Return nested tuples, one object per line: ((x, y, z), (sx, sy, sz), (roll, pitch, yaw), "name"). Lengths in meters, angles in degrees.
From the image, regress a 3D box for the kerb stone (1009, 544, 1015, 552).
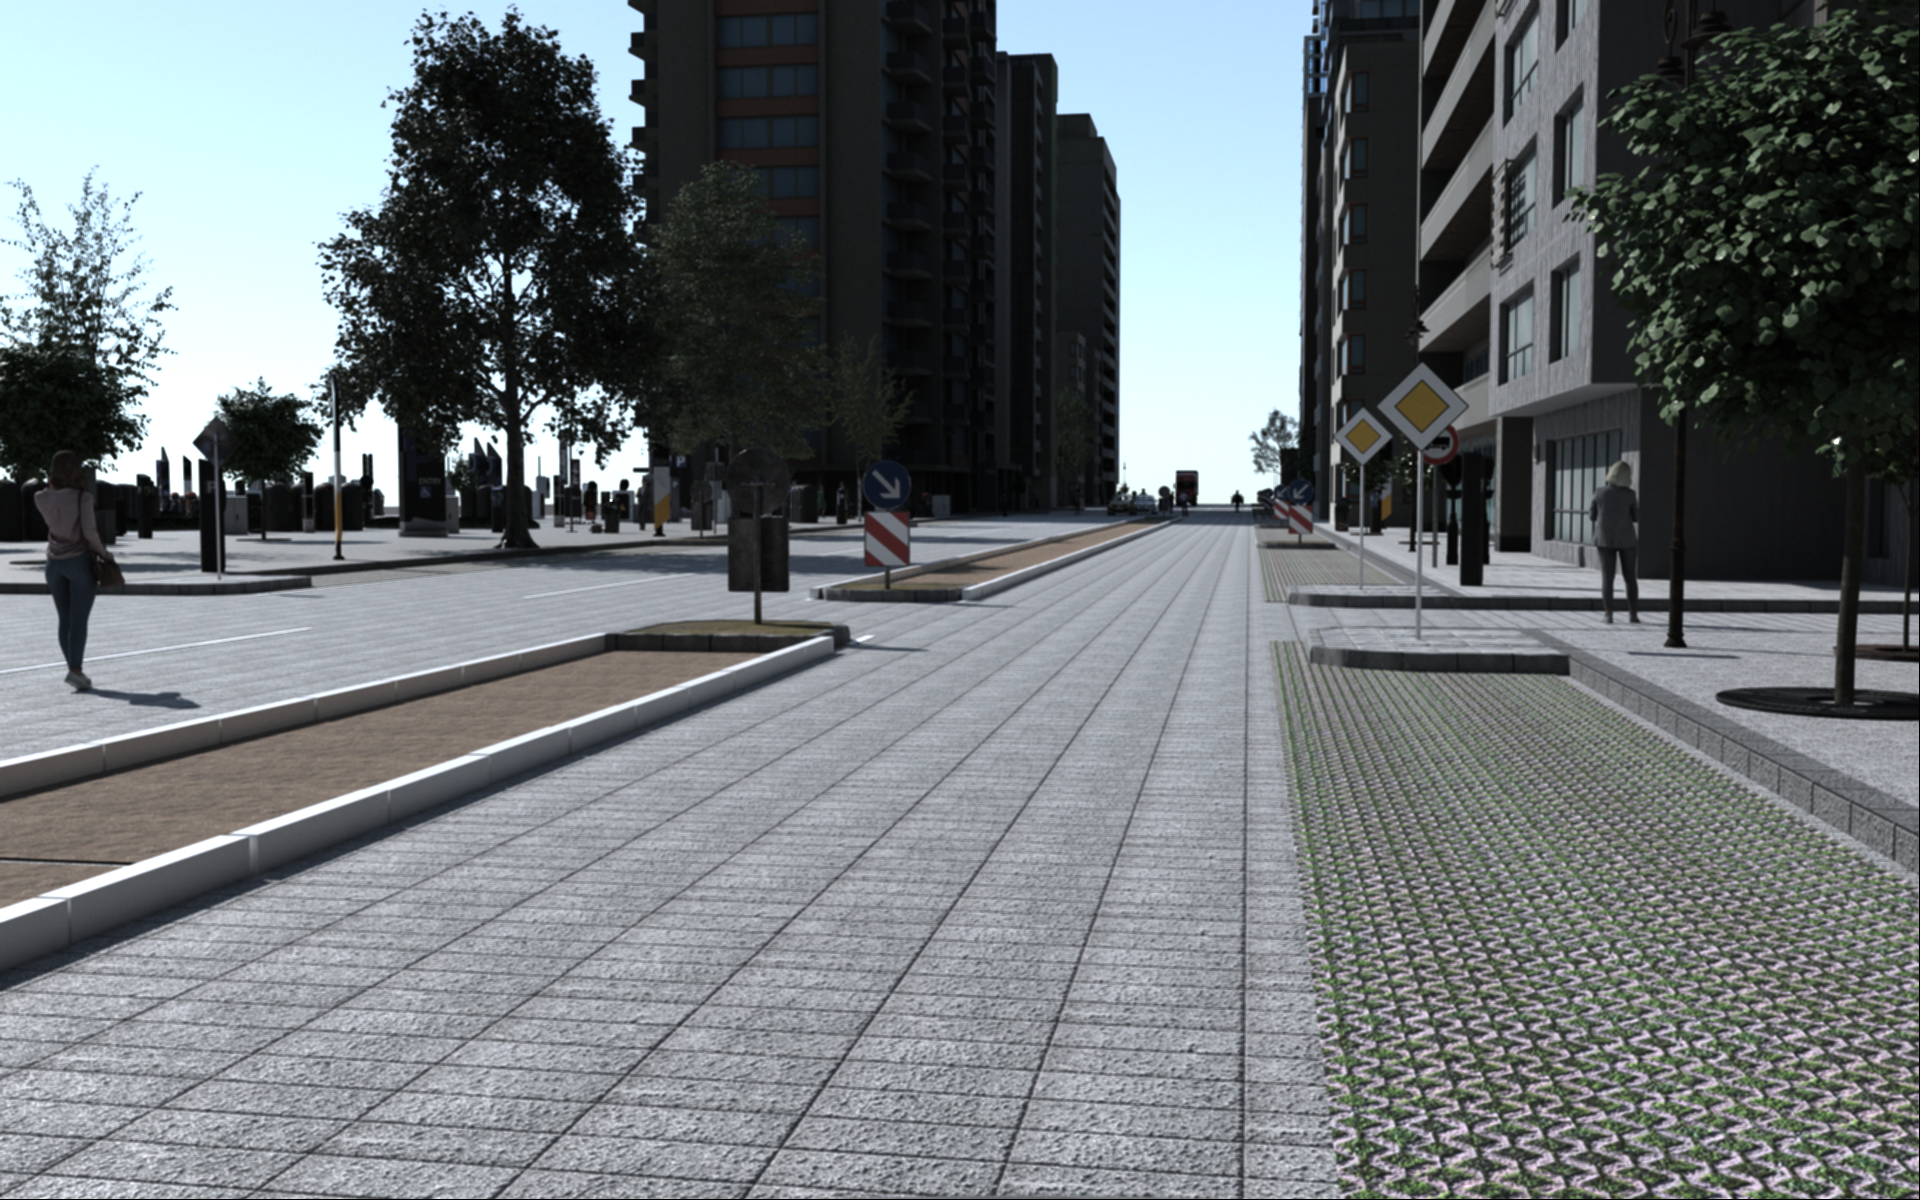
((1.144, -1.229, 42.290), (0.120, 0.150, 1.000), (1, 4, 9), "kerb stone")

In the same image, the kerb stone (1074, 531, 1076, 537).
((3.671, -2.156, 57.443), (0.120, 0.150, 1.000), (1, 4, 9), "kerb stone")

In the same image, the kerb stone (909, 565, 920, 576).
((-0.891, -0.487, 30.162), (0.120, 0.150, 1.000), (1, 4, 9), "kerb stone")

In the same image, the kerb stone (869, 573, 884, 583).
((-1.393, -0.301, 27.120), (0.120, 0.150, 1.000), (1, 4, 9), "kerb stone")

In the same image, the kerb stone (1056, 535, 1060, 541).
((2.833, -1.847, 52.386), (0.120, 0.150, 1.000), (1, 4, 9), "kerb stone")

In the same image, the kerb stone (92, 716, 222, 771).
((-4.367, 0.783, 9.400), (0.120, 0.150, 1.000), (1, 4, 9), "kerb stone")

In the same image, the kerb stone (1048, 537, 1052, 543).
((2.494, -1.723, 50.365), (0.120, 0.150, 1.000), (1, 4, 9), "kerb stone")

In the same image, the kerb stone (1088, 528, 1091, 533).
((4.523, -2.465, 62.499), (0.120, 0.150, 1.000), (1, 4, 9), "kerb stone")

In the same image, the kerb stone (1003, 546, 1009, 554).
((0.974, -1.162, 41.275), (0.120, 0.150, 1.000), (1, 4, 9), "kerb stone")

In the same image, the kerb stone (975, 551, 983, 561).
((0.301, -0.919, 37.227), (0.120, 0.150, 1.000), (1, 4, 9), "kerb stone")

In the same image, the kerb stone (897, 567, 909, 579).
((-1.057, -0.426, 29.154), (0.120, 0.150, 1.000), (1, 4, 9), "kerb stone")

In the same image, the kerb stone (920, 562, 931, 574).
((-0.714, -0.548, 31.169), (0.120, 0.150, 1.000), (1, 4, 9), "kerb stone")

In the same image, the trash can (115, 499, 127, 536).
((-25.778, -2.519, 52.839), (0.748, 1.137, 0.748), (0, 3, 0), "trash can")

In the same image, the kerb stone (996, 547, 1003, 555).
((0.805, -1.103, 40.267), (0.120, 0.150, 1.000), (1, 4, 9), "kerb stone")

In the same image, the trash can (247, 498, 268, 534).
((-22.968, -2.742, 56.487), (0.748, 1.137, 0.748), (0, 3, 0), "trash can")

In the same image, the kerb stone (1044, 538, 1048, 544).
((2.323, -1.661, 49.358), (0.120, 0.150, 1.000), (1, 4, 9), "kerb stone")

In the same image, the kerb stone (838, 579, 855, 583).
((-1.737, -0.175, 25.103), (0.120, 0.150, 1.000), (1, 4, 9), "kerb stone")

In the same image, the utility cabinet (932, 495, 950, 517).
((-1.056, -5.293, 97.702), (1.020, 1.237, 0.306), (0, 4, 0), "utility cabinet")

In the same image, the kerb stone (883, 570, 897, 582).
((-1.230, -0.362, 28.133), (0.120, 0.150, 1.000), (1, 4, 9), "kerb stone")

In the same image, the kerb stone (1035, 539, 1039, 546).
((1.975, -1.537, 47.338), (0.120, 0.150, 1.000), (1, 4, 9), "kerb stone")

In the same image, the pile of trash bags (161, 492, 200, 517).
((-42.469, -5.168, 94.247), (1.912, 1.369, 3.447), (-2, 4, -34), "pile of trash bags")

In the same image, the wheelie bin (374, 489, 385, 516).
((-34.386, -5.763, 102.131), (0.693, 1.594, 0.980), (0, 4, 6), "wheelie bin")

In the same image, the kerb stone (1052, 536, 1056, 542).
((2.667, -1.778, 51.373), (0.120, 0.150, 1.000), (1, 4, 9), "kerb stone")

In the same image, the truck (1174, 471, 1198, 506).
((27.307, -13.429, 208.476), (2.839, 4.237, 11.283), (1, 4, 9), "truck")

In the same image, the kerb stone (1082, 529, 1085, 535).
((4.181, -2.341, 60.475), (0.120, 0.150, 1.000), (1, 4, 9), "kerb stone")

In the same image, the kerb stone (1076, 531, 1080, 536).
((3.846, -2.214, 58.454), (0.120, 0.150, 1.000), (1, 4, 9), "kerb stone")

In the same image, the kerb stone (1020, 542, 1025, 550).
((1.479, -1.353, 44.310), (0.120, 0.150, 1.000), (1, 4, 9), "kerb stone")

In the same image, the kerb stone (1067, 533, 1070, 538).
((3.340, -2.032, 55.426), (0.120, 0.150, 1.000), (1, 4, 9), "kerb stone")

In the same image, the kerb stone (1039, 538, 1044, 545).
((2.153, -1.599, 48.344), (0.120, 0.150, 1.000), (1, 4, 9), "kerb stone")

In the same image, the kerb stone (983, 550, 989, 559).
((0.462, -0.981, 38.236), (0.120, 0.150, 1.000), (1, 4, 9), "kerb stone")

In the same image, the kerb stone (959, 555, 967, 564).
((-0.044, -0.796, 35.208), (0.120, 0.150, 1.000), (1, 4, 9), "kerb stone")

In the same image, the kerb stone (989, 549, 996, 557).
((0.630, -1.044, 39.257), (0.120, 0.150, 1.000), (1, 4, 9), "kerb stone")

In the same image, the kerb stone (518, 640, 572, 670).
((-3.516, 0.473, 14.461), (0.120, 0.150, 1.000), (1, 4, 9), "kerb stone")

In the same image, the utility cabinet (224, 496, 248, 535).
((-23.041, -2.660, 54.652), (1.020, 1.237, 0.306), (-3, 4, -38), "utility cabinet")

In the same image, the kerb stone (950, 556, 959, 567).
((-0.209, -0.734, 34.198), (0.120, 0.150, 1.000), (1, 4, 9), "kerb stone")

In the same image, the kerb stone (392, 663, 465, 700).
((-3.855, 0.597, 12.430), (0.120, 0.150, 1.000), (1, 4, 9), "kerb stone")

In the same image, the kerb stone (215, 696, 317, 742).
((-4.202, 0.723, 10.409), (0.120, 0.150, 1.000), (1, 4, 9), "kerb stone")

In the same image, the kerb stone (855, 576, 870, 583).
((-1.566, -0.240, 26.113), (0.120, 0.150, 1.000), (1, 4, 9), "kerb stone")

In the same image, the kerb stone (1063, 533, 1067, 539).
((3.171, -1.971, 54.418), (0.120, 0.150, 1.000), (1, 4, 9), "kerb stone")

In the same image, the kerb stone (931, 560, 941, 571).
((-0.546, -0.611, 32.179), (0.120, 0.150, 1.000), (1, 4, 9), "kerb stone")

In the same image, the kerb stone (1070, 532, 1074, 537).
((3.507, -2.094, 56.434), (0.120, 0.150, 1.000), (1, 4, 9), "kerb stone")

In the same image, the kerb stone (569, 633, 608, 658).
((-3.353, 0.411, 15.471), (0.120, 0.150, 1.000), (1, 4, 9), "kerb stone")

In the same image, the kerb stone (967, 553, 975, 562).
((0.123, -0.858, 36.216), (0.120, 0.150, 1.000), (1, 4, 9), "kerb stone")

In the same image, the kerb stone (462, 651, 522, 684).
((-3.684, 0.535, 13.450), (0.120, 0.150, 1.000), (1, 4, 9), "kerb stone")

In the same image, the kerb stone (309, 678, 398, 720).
((-4.021, 0.659, 11.415), (0.120, 0.150, 1.000), (1, 4, 9), "kerb stone")

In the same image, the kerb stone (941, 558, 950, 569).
((-0.385, -0.671, 33.191), (0.120, 0.150, 1.000), (1, 4, 9), "kerb stone")

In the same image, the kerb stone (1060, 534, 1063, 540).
((2.992, -1.909, 53.403), (0.120, 0.150, 1.000), (1, 4, 9), "kerb stone")

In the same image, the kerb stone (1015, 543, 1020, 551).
((1.312, -1.291, 43.302), (0.120, 0.150, 1.000), (1, 4, 9), "kerb stone")

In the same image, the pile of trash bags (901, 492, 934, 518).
((-2.266, -5.217, 95.049), (1.912, 1.369, 3.447), (1, 4, 14), "pile of trash bags")

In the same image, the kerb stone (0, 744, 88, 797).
((-4.532, 0.845, 8.391), (0.120, 0.150, 1.000), (1, 4, 9), "kerb stone")

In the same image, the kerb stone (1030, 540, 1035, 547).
((1.821, -1.474, 46.326), (0.120, 0.150, 1.000), (1, 4, 9), "kerb stone")

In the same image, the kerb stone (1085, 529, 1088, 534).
((4.357, -2.403, 61.487), (0.120, 0.150, 1.000), (1, 4, 9), "kerb stone")

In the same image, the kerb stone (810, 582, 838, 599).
((-1.907, -0.116, 24.095), (0.120, 0.150, 1.000), (1, 4, 9), "kerb stone")

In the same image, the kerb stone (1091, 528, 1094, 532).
((4.699, -2.527, 63.506), (0.120, 0.150, 1.000), (1, 4, 9), "kerb stone")

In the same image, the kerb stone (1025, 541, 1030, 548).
((1.648, -1.414, 45.318), (0.120, 0.150, 1.000), (1, 4, 9), "kerb stone")

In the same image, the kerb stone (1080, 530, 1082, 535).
((4.011, -2.278, 59.463), (0.120, 0.150, 1.000), (1, 4, 9), "kerb stone")
